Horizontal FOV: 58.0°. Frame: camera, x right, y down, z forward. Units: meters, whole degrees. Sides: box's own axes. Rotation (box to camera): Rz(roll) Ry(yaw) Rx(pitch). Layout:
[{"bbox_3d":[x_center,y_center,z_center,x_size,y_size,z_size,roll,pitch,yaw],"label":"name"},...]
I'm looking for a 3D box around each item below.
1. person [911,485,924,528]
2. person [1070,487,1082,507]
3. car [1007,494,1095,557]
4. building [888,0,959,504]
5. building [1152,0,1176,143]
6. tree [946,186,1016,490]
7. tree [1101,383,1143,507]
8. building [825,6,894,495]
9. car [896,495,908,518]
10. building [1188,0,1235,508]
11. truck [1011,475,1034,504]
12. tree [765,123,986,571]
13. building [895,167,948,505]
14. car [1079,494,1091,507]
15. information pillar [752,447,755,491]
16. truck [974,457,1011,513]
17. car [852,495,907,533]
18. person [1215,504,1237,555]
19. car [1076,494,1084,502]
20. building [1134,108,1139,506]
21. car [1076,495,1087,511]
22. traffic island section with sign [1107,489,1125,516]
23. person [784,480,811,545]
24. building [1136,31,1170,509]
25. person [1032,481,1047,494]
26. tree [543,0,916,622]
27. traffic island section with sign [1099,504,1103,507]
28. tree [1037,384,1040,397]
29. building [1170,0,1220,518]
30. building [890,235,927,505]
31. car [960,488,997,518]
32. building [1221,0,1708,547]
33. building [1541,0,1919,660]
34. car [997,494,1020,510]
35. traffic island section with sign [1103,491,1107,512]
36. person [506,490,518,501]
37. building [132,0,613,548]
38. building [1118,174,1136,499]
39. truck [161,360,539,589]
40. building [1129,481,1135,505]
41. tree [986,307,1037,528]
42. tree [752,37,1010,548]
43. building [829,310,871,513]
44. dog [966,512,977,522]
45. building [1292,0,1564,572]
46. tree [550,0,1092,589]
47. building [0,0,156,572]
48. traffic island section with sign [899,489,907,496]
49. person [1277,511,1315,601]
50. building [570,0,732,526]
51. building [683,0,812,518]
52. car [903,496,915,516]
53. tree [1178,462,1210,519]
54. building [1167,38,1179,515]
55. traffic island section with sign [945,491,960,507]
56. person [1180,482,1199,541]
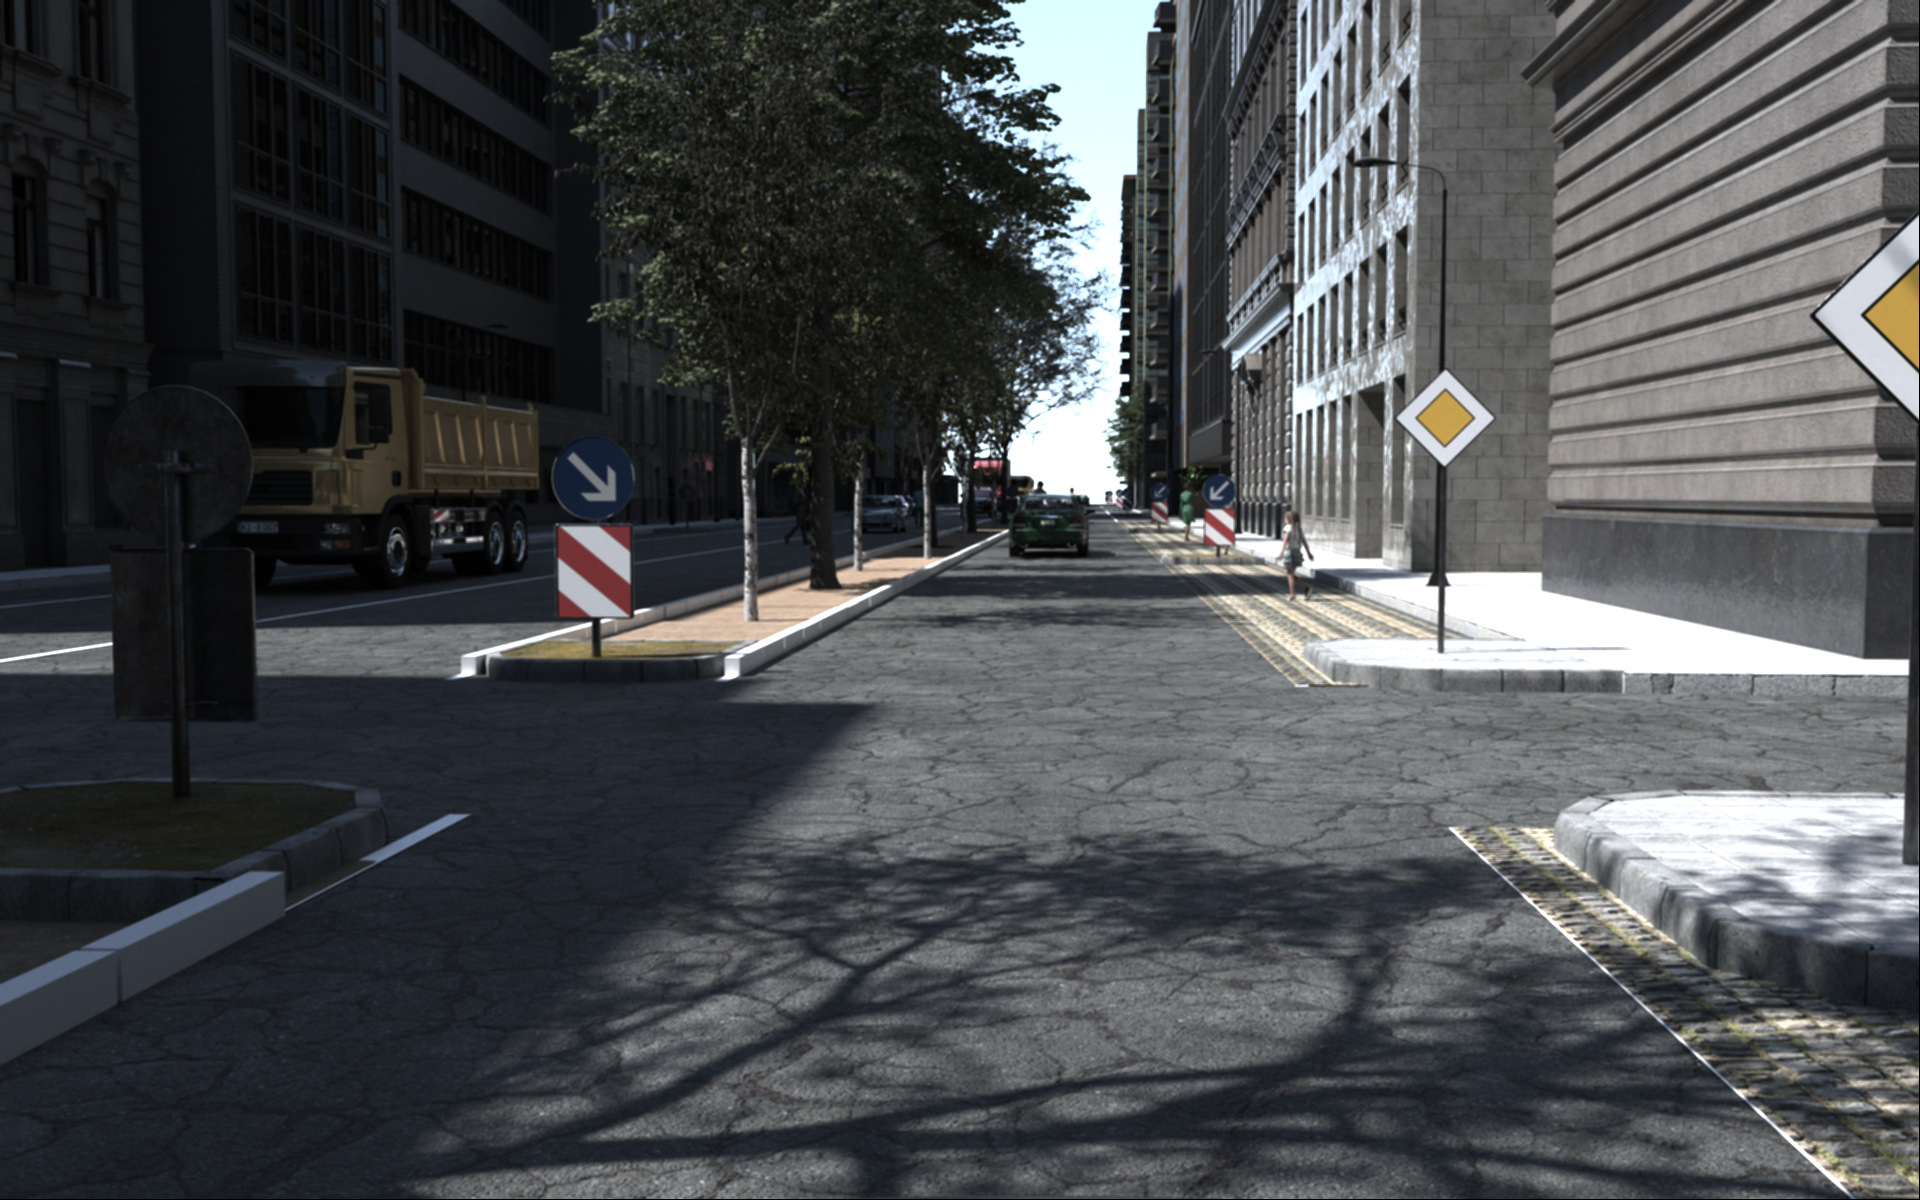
[{"bbox_3d":[-1.734,-3.959,73.254,0.660,1.820,0.620,-1,4,-12],"label":"person"},{"bbox_3d":[5.140,-4.218,78.139,0.731,1.740,0.598,1,4,10],"label":"person"},{"bbox_3d":[2.139,-1.788,41.028,2.131,1.459,4.920,0,4,4],"label":"car"},{"bbox_3d":[-10.694,-48.258,227.271,20.563,71.187,20.611,0,4,4],"label":"building"},{"bbox_3d":[26.116,-29.316,133.946,22.147,44.769,28.867,0,4,4],"label":"building"},{"bbox_3d":[-0.715,-5.190,37.673,4.360,8.622,3.978,0,3,0],"label":"tree"},{"bbox_3d":[18.142,-15.753,175.692,7.486,12.596,7.792,0,3,0],"label":"tree"},{"bbox_3d":[-13.279,-30.424,147.550,14.600,45.320,14.200,0,4,4],"label":"building"},{"bbox_3d":[-4.123,-5.602,103.960,2.083,1.381,4.827,0,4,2],"label":"car"},{"bbox_3d":[17.955,-17.287,76.149,14.314,27.812,24.014,0,4,4],"label":"building"},{"bbox_3d":[6.194,-11.318,180.974,3.469,3.379,9.791,0,4,5],"label":"truck"},{"bbox_3d":[-1.909,-4.848,32.086,4.737,8.622,4.395,0,3,0],"label":"tree"},{"bbox_3d":[-13.000,-33.541,203.018,22.147,44.769,28.867,0,4,4],"label":"building"},{"bbox_3d":[13.959,-11.443,198.883,2.131,1.459,4.920,0,4,5],"label":"car"},{"bbox_3d":[-10.310,-5.811,86.360,0.183,3.616,0.504,0,4,0],"label":"information pillar"},{"bbox_3d":[2.461,-8.923,134.801,2.839,4.237,11.283,0,4,5],"label":"truck"},{"bbox_3d":[-2.998,-3.241,64.989,2.014,1.417,4.499,0,4,3],"label":"car"},{"bbox_3d":[6.176,-1.630,40.172,0.505,1.210,0.382,-2,4,-35],"label":"person"},{"bbox_3d":[11.516,-10.098,175.318,2.015,1.641,3.980,0,4,3],"label":"car"},{"bbox_3d":[25.903,-30.757,186.476,14.154,41.232,14.086,0,4,4],"label":"building"},{"bbox_3d":[5.332,-4.706,86.735,2.009,1.686,4.222,0,4,6],"label":"car"},{"bbox_3d":[10.848,-6.415,113.521,1.989,1.847,2.006,0,4,4],"label":"traffic island section with sign"},{"bbox_3d":[-4.564,-2.494,49.249,0.822,1.834,0.622,0,4,5],"label":"person"},{"bbox_3d":[23.643,-28.933,156.654,14.154,41.232,14.086,0,4,4],"label":"building"},{"bbox_3d":[2.433,-2.861,55.080,0.655,1.846,0.447,-2,4,-32],"label":"person"},{"bbox_3d":[-2.340,-4.042,18.906,4.360,8.622,3.978,0,3,0],"label":"tree"},{"bbox_3d":[16.874,-11.455,195.910,1.989,1.847,2.006,0,4,4],"label":"traffic island section with sign"},{"bbox_3d":[1.368,-7.305,72.248,4.737,8.622,4.395,0,3,0],"label":"tree"},{"bbox_3d":[19.582,-27.439,98.735,14.600,45.320,14.200,0,4,4],"label":"building"},{"bbox_3d":[-10.821,-25.034,181.005,14.160,30.474,14.107,0,4,4],"label":"building"},{"bbox_3d":[1.169,-6.041,107.439,2.281,1.827,5.304,0,4,4],"label":"car"},{"bbox_3d":[14.179,-13.802,54.537,11.050,23.489,19.941,0,4,4],"label":"building"},{"bbox_3d":[16.576,-11.495,16.822,19.941,23.489,11.050,0,4,4],"label":"building"},{"bbox_3d":[4.220,-8.912,154.387,2.281,1.827,5.304,0,4,4],"label":"car"},{"bbox_3d":[12.812,-8.063,140.450,1.989,1.847,2.006,0,4,4],"label":"traffic island section with sign"},{"bbox_3d":[-11.615,-2.208,44.813,0.699,1.804,1.509,-1,4,-8],"label":"person"},{"bbox_3d":[-20.630,-14.004,48.033,14.314,24.678,30.058,0,4,4],"label":"building"},{"bbox_3d":[32.497,-35.328,232.229,22.147,44.769,28.867,0,4,4],"label":"building"},{"bbox_3d":[-9.571,-1.977,28.244,3.469,3.379,9.791,0,4,4],"label":"truck"},{"bbox_3d":[36.433,-31.384,205.013,32.217,40.220,23.993,0,4,4],"label":"building"},{"bbox_3d":[0.113,-6.266,55.277,4.737,8.622,4.395,0,3,0],"label":"tree"},{"bbox_3d":[-0.787,-8.134,45.820,12.009,13.543,11.850,0,3,0],"label":"tree"},{"bbox_3d":[-22.137,-17.267,127.355,27.650,21.520,28.899,0,4,4],"label":"building"},{"bbox_3d":[0.565,-4.274,89.165,0.406,0.507,0.540,3,5,39],"label":"dog"},{"bbox_3d":[13.212,-11.077,35.855,10.420,20.320,16.860,0,4,4],"label":"building"},{"bbox_3d":[-1.980,-6.402,25.249,7.486,12.596,7.792,0,3,0],"label":"tree"},{"bbox_3d":[-20.700,-10.692,23.969,9.793,20.994,18.267,0,4,4],"label":"building"},{"bbox_3d":[-4.684,-8.155,141.964,1.989,1.847,2.006,0,4,4],"label":"traffic island section with sign"},{"bbox_3d":[4.430,-0.577,22.950,0.505,1.210,0.382,-3,5,-44],"label":"person"},{"bbox_3d":[-18.335,-17.054,76.099,12.463,27.353,25.104,0,4,4],"label":"building"},{"bbox_3d":[-20.119,-29.200,101.114,21.300,48.544,21.600,0,4,4],"label":"building"},{"bbox_3d":[-3.955,-6.144,113.033,1.945,1.354,3.894,0,4,6],"label":"car"},{"bbox_3d":[12.155,-5.881,90.760,1.663,3.219,1.824,0,3,0],"label":"tree"},{"bbox_3d":[20.592,-20.892,113.280,14.160,30.474,14.107,0,4,4],"label":"building"},{"bbox_3d":[-0.652,-11.533,197.184,1.989,1.847,2.006,0,4,4],"label":"traffic island section with sign"},{"bbox_3d":[6.906,-2.681,52.588,0.600,1.795,0.529,2,4,32],"label":"person"}]
